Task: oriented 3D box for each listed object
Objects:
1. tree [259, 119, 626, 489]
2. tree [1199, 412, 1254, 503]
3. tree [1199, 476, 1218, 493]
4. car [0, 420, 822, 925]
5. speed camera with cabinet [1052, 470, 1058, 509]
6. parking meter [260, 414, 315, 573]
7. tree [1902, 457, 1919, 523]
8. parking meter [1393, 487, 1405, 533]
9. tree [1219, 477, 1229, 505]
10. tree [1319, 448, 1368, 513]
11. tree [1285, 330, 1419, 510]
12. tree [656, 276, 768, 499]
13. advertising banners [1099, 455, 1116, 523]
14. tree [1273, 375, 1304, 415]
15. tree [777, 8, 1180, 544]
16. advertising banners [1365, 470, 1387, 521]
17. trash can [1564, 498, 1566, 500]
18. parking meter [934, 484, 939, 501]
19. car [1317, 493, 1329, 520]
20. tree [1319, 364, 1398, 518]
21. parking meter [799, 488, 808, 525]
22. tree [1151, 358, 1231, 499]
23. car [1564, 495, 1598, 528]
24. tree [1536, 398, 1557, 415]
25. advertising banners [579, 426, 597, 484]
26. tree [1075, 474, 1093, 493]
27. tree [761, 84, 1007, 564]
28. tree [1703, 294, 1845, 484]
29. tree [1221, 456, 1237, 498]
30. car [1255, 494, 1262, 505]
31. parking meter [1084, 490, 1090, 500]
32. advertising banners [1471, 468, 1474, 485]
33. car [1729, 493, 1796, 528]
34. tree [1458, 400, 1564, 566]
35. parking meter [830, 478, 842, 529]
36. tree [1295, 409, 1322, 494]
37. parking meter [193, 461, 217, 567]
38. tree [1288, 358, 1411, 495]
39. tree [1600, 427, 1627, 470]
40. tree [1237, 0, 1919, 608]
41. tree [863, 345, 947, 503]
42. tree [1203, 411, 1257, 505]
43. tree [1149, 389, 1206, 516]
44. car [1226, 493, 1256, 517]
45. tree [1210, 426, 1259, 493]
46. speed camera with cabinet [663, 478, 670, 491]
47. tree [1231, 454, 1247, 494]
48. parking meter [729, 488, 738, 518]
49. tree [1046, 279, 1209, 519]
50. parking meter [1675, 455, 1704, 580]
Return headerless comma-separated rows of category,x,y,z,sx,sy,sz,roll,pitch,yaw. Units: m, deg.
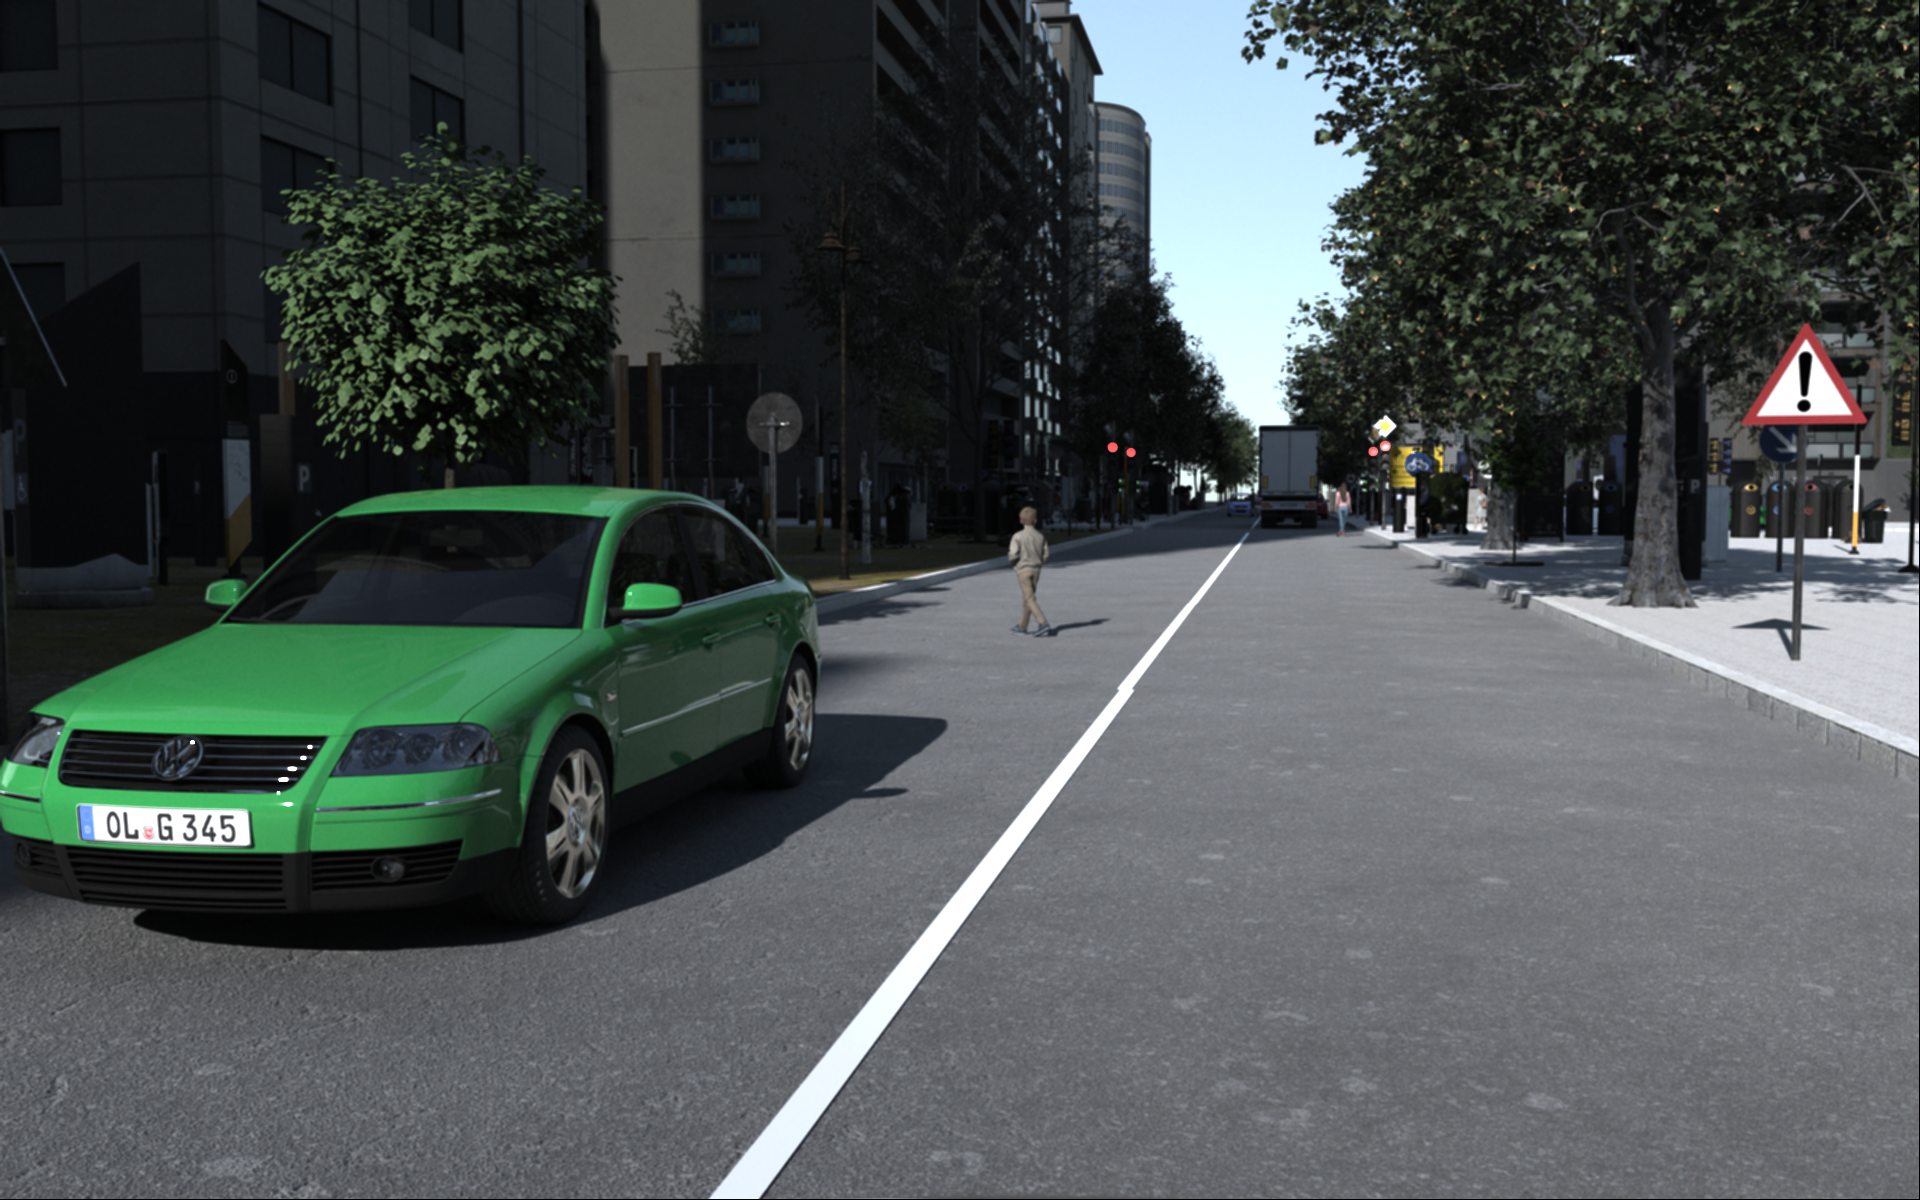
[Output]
tree,-4.477,-1.939,15.413,4.285,4.588,4.351,0,3,0
tree,36.885,-19.743,240.931,7.486,12.596,7.792,0,3,0
tree,23.759,-10.680,169.219,1.663,3.219,1.824,0,3,0
car,-1.888,0.093,7.277,1.959,1.807,4.718,1,4,10
speed camera with cabinet,7.093,-8.885,139.603,2.038,3.252,0.660,-1,4,-21
parking meter,-4.997,-0.441,12.917,0.255,1.863,0.399,0,4,5
tree,42.662,-4.987,76.135,1.663,3.219,1.824,0,3,0
parking meter,14.587,-3.006,57.564,0.372,1.533,0.369,0,3,0
tree,29.470,-12.331,196.208,1.663,3.219,1.824,0,3,0
tree,26.261,-8.274,118.998,4.285,4.588,4.351,0,3,0
tree,28.883,-13.503,127.435,9.857,13.997,8.962,0,3,0
tree,-8.699,-6.685,59.661,4.737,8.622,4.395,0,3,0
advertising banners,6.610,-5.020,78.265,0.090,3.025,2.074,1,4,23
tree,51.952,-24.161,250.918,12.611,20.169,13.585,0,3,0
tree,0.370,-8.222,44.798,12.009,13.543,11.850,0,3,0
advertising banners,19.870,-5.285,82.604,0.090,3.025,2.074,-1,4,-15
trash can,38.094,-6.051,110.592,0.748,1.137,0.748,0,3,0
parking meter,-1.252,-5.574,96.843,0.399,1.863,0.255,1,4,13
car,20.026,-5.497,98.910,2.155,1.783,4.494,1,4,9
tree,21.244,-8.680,92.286,4.360,8.622,3.978,0,3,0
parking meter,-6.604,-3.954,73.059,0.372,1.533,0.369,0,3,0
tree,14.679,-11.259,118.501,7.601,10.594,8.767,1,4,17
car,23.495,-3.244,65.045,4.499,1.417,2.014,1,4,10
tree,23.176,-7.391,71.205,4.360,8.622,3.978,0,3,0
advertising banners,-10.373,-2.995,45.153,2.074,3.025,0.090,1,4,17
tree,9.729,-8.654,136.102,1.663,3.219,1.824,0,3,0
tree,-1.584,-4.956,31.396,4.360,8.622,3.978,0,3,0
tree,25.481,-6.381,54.698,4.360,8.622,3.978,0,3,0
tree,42.550,-19.755,273.352,4.737,8.622,4.395,0,3,0
car,34.365,-11.678,199.974,2.155,1.783,4.494,1,4,10
parking meter,8.016,-6.159,109.104,0.372,1.533,0.369,0,3,0
advertising banners,35.143,-7.376,116.786,2.074,3.025,0.090,1,4,19
car,28.723,-3.329,63.232,4.718,1.807,1.959,1,4,8
tree,10.046,-2.230,31.054,1.663,3.219,1.824,0,3,0
parking meter,-4.536,-3.535,63.508,0.399,1.863,0.255,1,4,17
tree,40.806,-16.537,196.129,9.928,11.665,9.643,0,3,0
parking meter,-13.399,-1.530,30.726,0.399,1.863,0.255,3,5,43
tree,25.045,-10.851,111.831,8.767,10.594,7.601,1,4,10
tree,28.528,-5.411,72.191,4.285,4.588,4.351,0,3,0
tree,8.027,-6.282,19.724,9.611,12.733,9.660,0,3,0
tree,-2.502,-8.230,84.924,4.737,8.622,4.395,0,3,0
tree,31.675,-17.320,208.942,9.928,11.665,9.643,0,3,0
tree,12.593,-9.368,103.523,4.360,8.622,3.978,0,3,0
car,17.955,-6.183,110.678,1.945,1.707,3.694,1,4,9
tree,46.228,-23.483,290.593,9.857,13.997,8.962,0,3,0
speed camera with cabinet,-24.282,-9.320,146.712,2.038,3.252,0.660,-3,5,-45
tree,44.470,-20.247,281.405,4.360,8.622,3.978,0,3,0
parking meter,-9.649,-3.996,73.744,0.372,1.533,0.369,0,3,0
tree,9.270,-10.649,91.116,9.611,12.733,9.660,0,3,0
parking meter,10.867,-1.234,25.885,0.399,1.863,0.255,-1,4,-22
